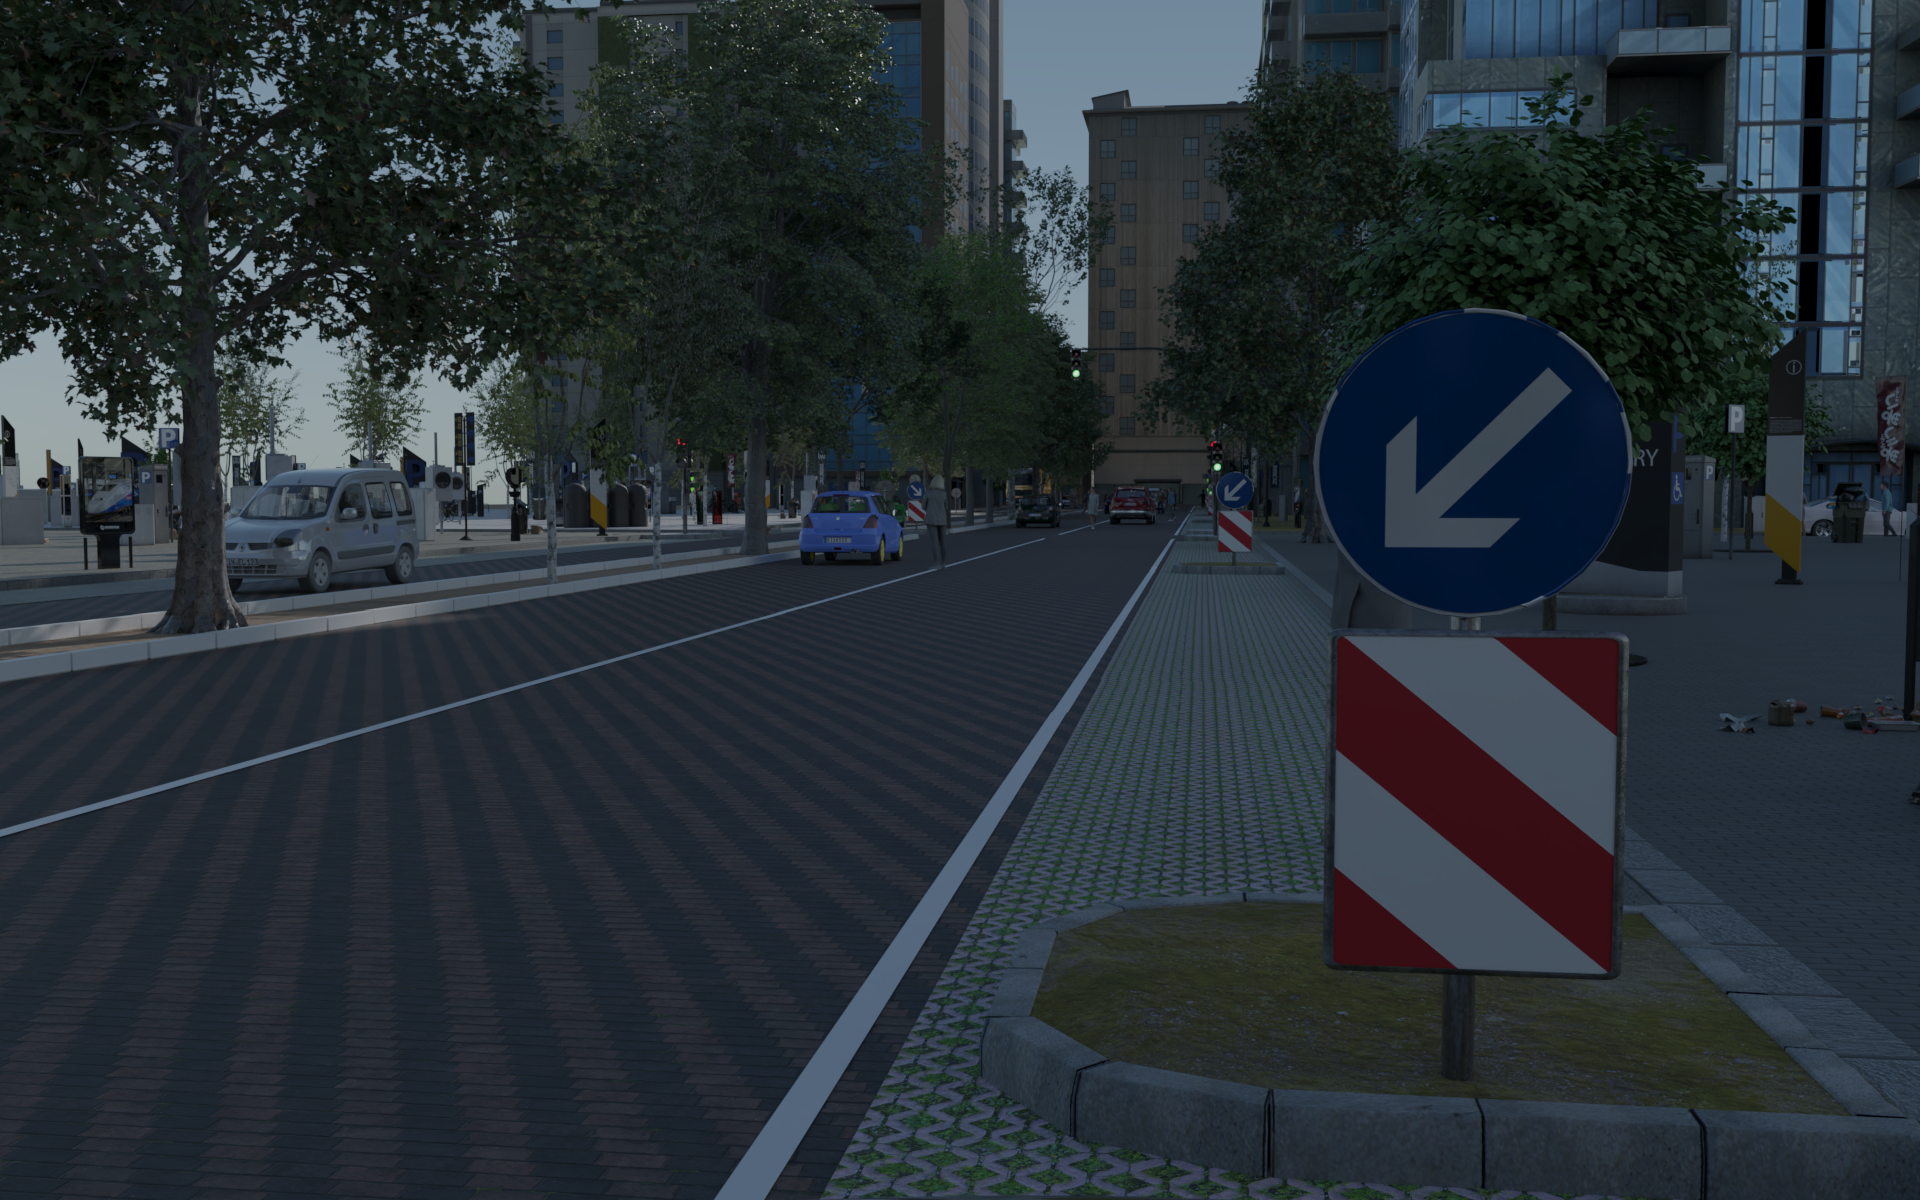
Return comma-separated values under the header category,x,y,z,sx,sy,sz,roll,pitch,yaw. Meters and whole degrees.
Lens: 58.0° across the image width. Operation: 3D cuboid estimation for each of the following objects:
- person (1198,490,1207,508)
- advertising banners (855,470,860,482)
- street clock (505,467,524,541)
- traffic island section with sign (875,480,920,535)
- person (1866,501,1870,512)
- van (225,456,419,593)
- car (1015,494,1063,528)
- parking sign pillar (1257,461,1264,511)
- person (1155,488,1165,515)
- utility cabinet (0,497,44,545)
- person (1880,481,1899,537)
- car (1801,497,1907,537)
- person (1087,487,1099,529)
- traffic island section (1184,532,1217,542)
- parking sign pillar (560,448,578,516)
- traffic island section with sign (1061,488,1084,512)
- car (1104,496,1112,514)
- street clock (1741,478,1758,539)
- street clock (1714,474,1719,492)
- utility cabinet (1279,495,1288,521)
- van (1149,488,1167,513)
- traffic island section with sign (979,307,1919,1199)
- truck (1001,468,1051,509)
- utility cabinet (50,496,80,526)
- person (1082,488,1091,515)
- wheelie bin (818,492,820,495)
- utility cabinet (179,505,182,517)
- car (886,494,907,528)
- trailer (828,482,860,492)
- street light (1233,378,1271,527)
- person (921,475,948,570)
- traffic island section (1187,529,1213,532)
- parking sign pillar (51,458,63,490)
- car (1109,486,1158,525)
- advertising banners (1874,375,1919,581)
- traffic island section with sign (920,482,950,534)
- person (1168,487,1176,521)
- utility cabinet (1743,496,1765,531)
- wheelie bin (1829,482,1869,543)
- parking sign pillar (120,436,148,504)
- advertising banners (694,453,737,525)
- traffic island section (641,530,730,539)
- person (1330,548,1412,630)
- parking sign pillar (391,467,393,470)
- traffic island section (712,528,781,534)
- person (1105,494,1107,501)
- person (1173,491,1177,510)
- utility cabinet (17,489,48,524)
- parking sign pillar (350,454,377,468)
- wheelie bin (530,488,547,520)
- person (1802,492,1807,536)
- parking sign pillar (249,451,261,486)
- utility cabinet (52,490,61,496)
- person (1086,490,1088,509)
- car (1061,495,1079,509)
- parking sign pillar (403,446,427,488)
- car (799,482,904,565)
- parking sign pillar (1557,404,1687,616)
category,x,y,z,sx,sy,sz,roll,pitch,yaw
person,23.291,-9.641,165.757,1.348,1.869,0.705,3,4,38
advertising banners,-8.069,-7.904,125.417,2.074,3.025,0.090,1,4,17
street clock,-12.114,-2.604,47.141,0.358,2.002,0.471,3,4,37
traffic island section with sign,-2.507,-2.880,55.217,2.006,1.907,1.989,0,4,8
person,27.370,-2.693,52.871,0.623,1.781,0.721,-2,4,-33
van,-9.877,-1.192,26.495,2.013,2.044,4.112,1,4,9
car,3.355,-3.936,74.141,2.009,1.686,4.222,0,4,7
parking sign pillar,23.201,-8.910,134.157,1.447,3.967,1.447,1,4,18
person,13.813,-6.802,119.625,0.656,1.842,0.836,0,4,-6
utility cabinet,-23.841,-2.005,43.947,0.306,1.237,1.020,3,5,40
person,28.389,-2.717,52.936,0.620,1.820,0.660,2,4,25
car,28.320,-2.587,54.660,4.827,1.381,2.083,0,4,6
person,5.417,-3.752,70.592,0.466,1.731,0.760,0,4,-4
traffic island section,7.943,-1.911,53.518,2.009,0.180,2.903,0,4,8
parking sign pillar,-22.826,-6.903,101.336,1.447,3.967,1.447,-3,5,-41
traffic island section with sign,8.939,-7.880,136.968,2.006,1.907,1.989,0,4,8
car,11.463,-6.944,126.109,1.945,1.354,3.894,1,4,9
street clock,22.740,-2.770,49.861,0.358,2.002,0.471,-3,5,-43
street clock,18.749,-2.380,43.477,0.471,2.002,0.358,-1,4,-9
utility cabinet,15.431,-4.366,82.544,0.306,1.237,1.020,1,4,19
van,14.623,-7.556,130.557,2.013,2.044,4.112,0,4,6
traffic island section with sign,1.094,0.253,4.493,1.989,1.847,2.006,0,4,8
truck,5.257,-8.391,133.111,3.469,3.379,9.791,1,4,9
utility cabinet,-35.556,-3.527,68.831,1.020,1.237,0.306,-1,4,-18
person,8.727,-6.690,117.848,0.822,1.834,0.622,1,4,22
wheelie bin,-10.128,-6.875,120.320,0.980,1.594,0.693,2,4,28
utility cabinet,-43.427,-5.282,97.524,1.020,1.237,0.306,-3,5,-41
car,-3.225,-3.597,67.603,1.959,1.807,4.718,0,4,8
trailer,-5.531,-4.518,80.918,1.471,1.999,3.904,0,4,8
street light,11.438,-5.811,67.556,1.470,5.913,1.316,0,4,8
person,-0.499,-1.491,33.058,0.537,1.800,0.526,-1,4,-17
traffic island section,9.050,-2.394,61.426,2.009,0.180,2.903,0,4,8
parking sign pillar,-65.939,-8.459,126.769,1.447,3.967,1.447,0,4,-7
car,8.315,-4.554,83.131,2.281,1.827,5.304,1,4,9
advertising banners,14.113,-1.765,25.039,0.090,3.025,2.074,-2,4,-25
traffic island section with sign,-1.470,-3.328,62.551,2.006,1.907,1.989,0,4,8
person,11.199,-5.057,91.526,0.444,1.785,0.601,2,4,32
utility cabinet,27.459,-2.973,59.771,1.020,1.237,0.306,-3,4,-36
wheelie bin,23.398,-2.300,45.508,0.980,1.594,0.693,0,4,-2
parking sign pillar,-38.145,-5.609,80.183,1.447,3.967,1.447,0,4,-4
advertising banners,-10.279,-4.703,73.086,2.074,3.025,0.090,-3,4,-38
traffic island section,-8.884,-2.054,55.870,2.009,0.180,2.903,0,4,8
person,1.663,0.095,6.745,0.447,1.846,0.655,0,4,1
parking sign pillar,-39.122,-7.903,117.694,1.447,3.967,1.447,-3,5,-41
traffic island section,-7.777,-2.538,63.778,2.009,0.180,2.903,0,4,8
person,15.069,-10.215,178.767,0.557,1.426,1.065,1,4,18
person,19.838,-9.222,160.206,0.541,1.710,0.530,-2,4,-35
utility cabinet,-38.764,-3.890,72.273,1.173,1.500,0.318,-1,4,-22
parking sign pillar,-39.830,-7.739,115.011,1.447,3.967,1.447,0,4,-7
wheelie bin,-20.891,-4.786,86.165,0.980,1.594,0.693,0,4,6
person,25.962,-2.738,53.613,0.599,1.781,0.374,-1,4,-12
parking sign pillar,-41.985,-7.019,103.233,1.447,3.967,1.447,-1,4,-12
utility cabinet,-45.009,-4.741,86.199,1.173,1.500,0.318,2,4,29
person,12.245,-9.652,166.389,0.705,1.814,1.350,0,4,0
car,10.852,-9.798,172.771,1.945,1.354,3.894,1,4,9
parking sign pillar,-30.577,-6.658,97.335,1.447,3.967,1.447,-3,4,-36
car,-2.219,-1.632,36.267,1.945,1.707,3.694,0,4,7
parking sign pillar,7.180,-1.859,18.868,1.447,3.967,1.447,3,5,43
